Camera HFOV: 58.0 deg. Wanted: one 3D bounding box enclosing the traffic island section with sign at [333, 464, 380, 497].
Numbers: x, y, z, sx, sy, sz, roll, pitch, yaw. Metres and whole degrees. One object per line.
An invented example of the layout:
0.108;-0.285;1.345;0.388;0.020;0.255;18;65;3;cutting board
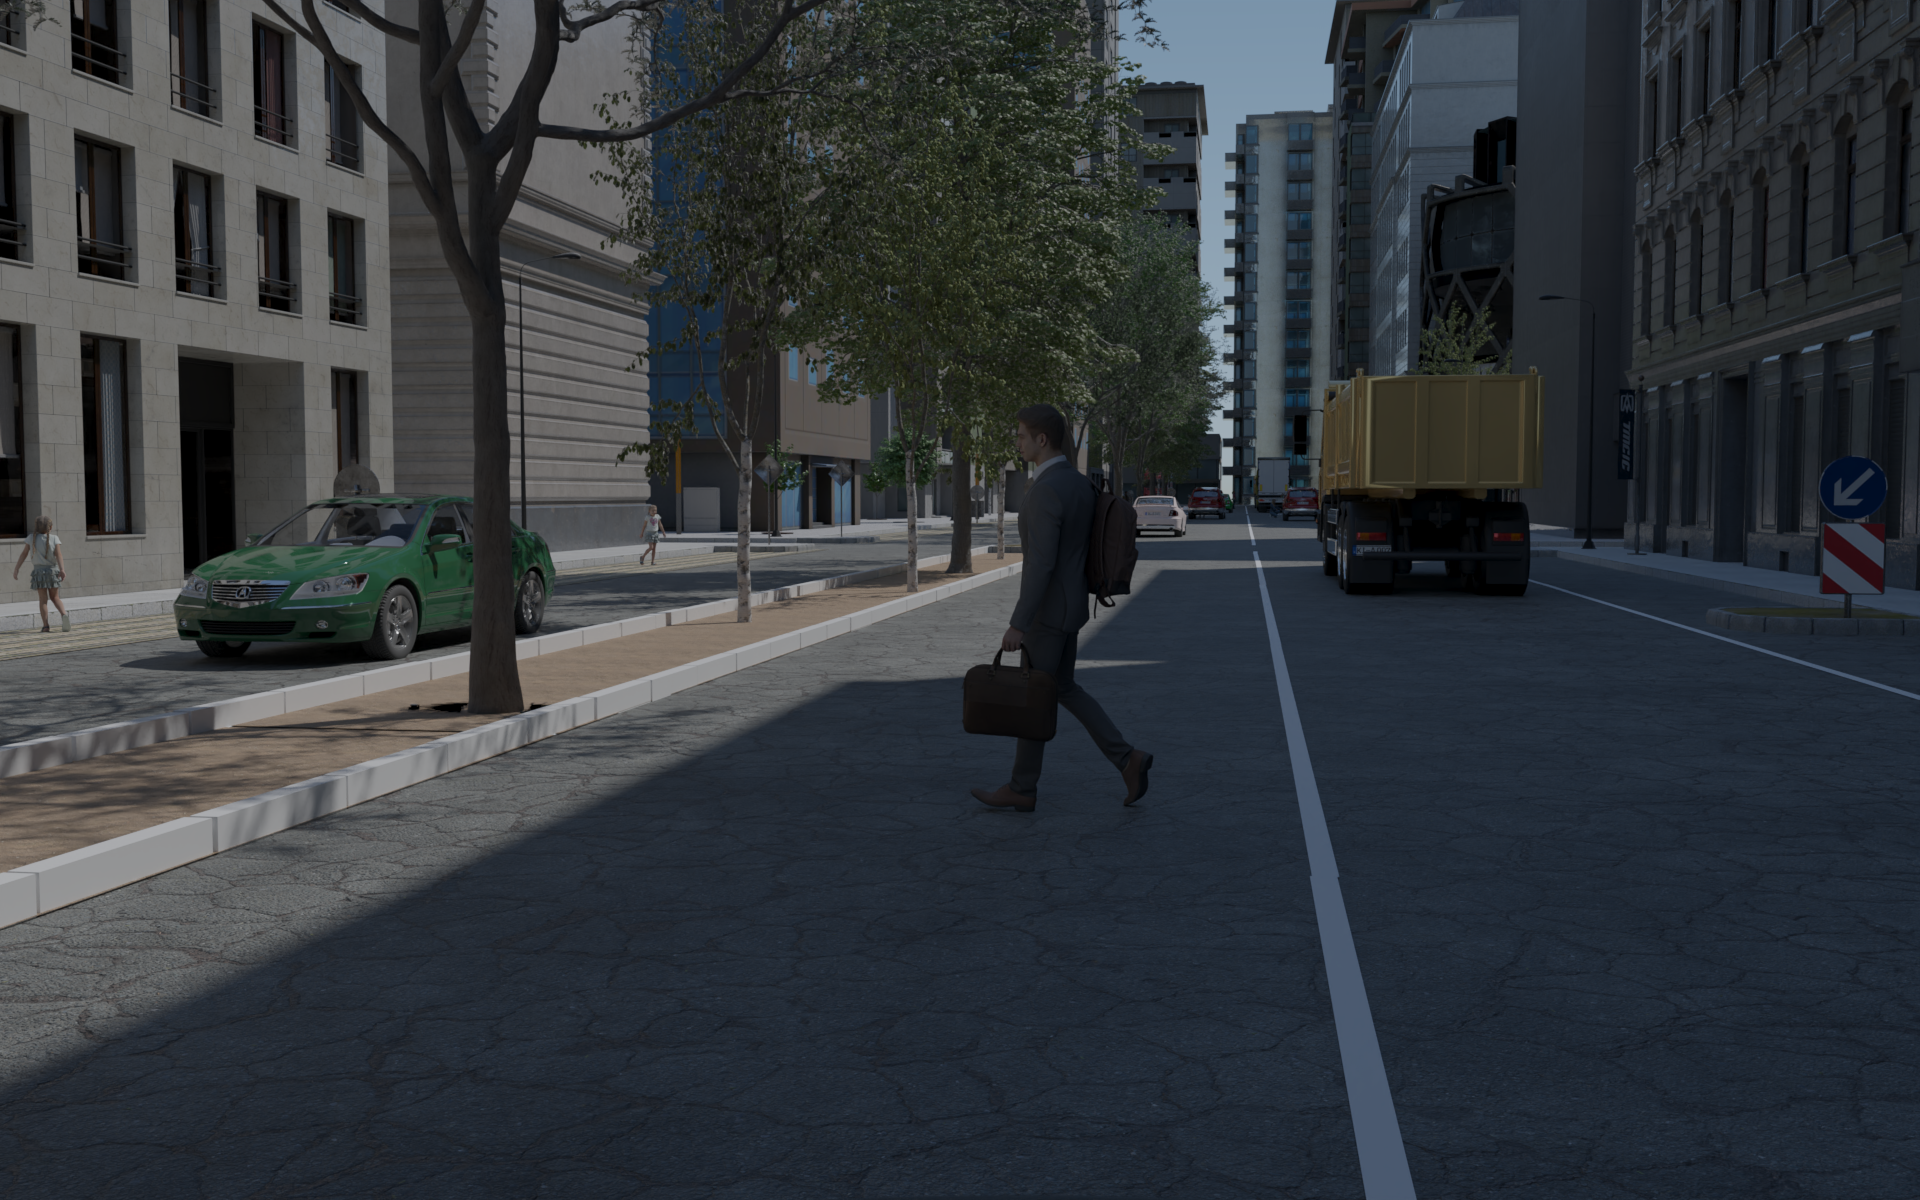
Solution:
-8.020;-0.833;22.245;1.989;1.847;2.006;1;4;9;traffic island section with sign

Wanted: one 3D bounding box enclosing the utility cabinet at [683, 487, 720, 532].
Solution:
-8.625;-3.009;57.875;1.173;1.500;0.318;1;4;11;utility cabinet

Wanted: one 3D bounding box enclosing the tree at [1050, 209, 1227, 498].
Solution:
5.817;-8.212;62.478;9.928;11.665;9.643;0;3;0;tree

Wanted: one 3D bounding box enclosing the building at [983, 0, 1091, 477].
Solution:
3.595;-30.477;148.410;14.600;45.320;14.200;1;4;9;building

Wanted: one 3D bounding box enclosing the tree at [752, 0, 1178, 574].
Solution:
-0.021;-6.769;31.250;7.486;12.596;7.792;0;3;0;tree

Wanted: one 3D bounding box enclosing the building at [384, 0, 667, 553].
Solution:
-17.785;-12.950;40.605;19.941;23.489;11.050;1;4;9;building

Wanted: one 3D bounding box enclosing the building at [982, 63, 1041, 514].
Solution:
-2.619;-21.058;116.001;14.160;30.474;14.107;1;4;9;building

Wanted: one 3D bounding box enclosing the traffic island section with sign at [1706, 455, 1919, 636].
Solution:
9.185;-0.608;18.572;1.989;1.847;2.006;1;4;9;traffic island section with sign

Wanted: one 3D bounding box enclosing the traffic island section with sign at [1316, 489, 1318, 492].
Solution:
30.522;-8.597;149.181;1.989;1.847;2.006;1;4;9;traffic island section with sign

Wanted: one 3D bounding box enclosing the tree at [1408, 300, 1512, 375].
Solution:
19.360;-7.126;66.879;4.737;8.622;4.395;0;3;0;tree

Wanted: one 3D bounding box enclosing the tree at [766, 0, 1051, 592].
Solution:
-0.688;-4.396;24.686;4.737;8.622;4.395;0;3;0;tree

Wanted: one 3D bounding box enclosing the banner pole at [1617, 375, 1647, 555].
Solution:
14.123;-2.839;36.441;0.863;3.779;0.401;-2;4;-27;banner pole

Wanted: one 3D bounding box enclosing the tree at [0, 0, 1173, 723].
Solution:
-3.041;-5.993;10.809;12.009;13.543;11.850;0;3;0;tree

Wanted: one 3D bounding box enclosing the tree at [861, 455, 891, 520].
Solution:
-4.211;-5.603;86.202;1.663;3.219;1.824;0;3;0;tree

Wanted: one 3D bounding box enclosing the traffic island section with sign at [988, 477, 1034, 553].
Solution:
1.817;-2.127;42.906;2.006;1.907;1.989;1;4;9;traffic island section with sign

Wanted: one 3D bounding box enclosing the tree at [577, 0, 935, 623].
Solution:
-2.374;-4.062;19.228;4.360;8.622;3.978;0;3;0;tree

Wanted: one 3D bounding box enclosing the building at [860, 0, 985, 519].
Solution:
-6.614;-25.100;93.976;14.154;41.232;14.086;1;4;9;building

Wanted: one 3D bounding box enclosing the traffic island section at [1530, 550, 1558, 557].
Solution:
12.816;-1.137;40.873;2.009;0.180;2.903;1;4;9;traffic island section

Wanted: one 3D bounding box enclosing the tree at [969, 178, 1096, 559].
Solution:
0.912;-5.196;37.776;4.360;8.622;3.978;0;3;0;tree

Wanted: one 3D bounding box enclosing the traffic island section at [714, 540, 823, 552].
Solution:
-4.841;-1.313;43.752;2.009;0.180;2.903;1;4;9;traffic island section

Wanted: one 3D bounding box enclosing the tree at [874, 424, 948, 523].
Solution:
-2.230;-5.773;78.109;4.285;4.588;4.351;0;3;0;tree

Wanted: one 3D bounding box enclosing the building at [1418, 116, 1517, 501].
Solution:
30.735;-13.217;83.555;16.820;18.784;16.811;1;4;9;building

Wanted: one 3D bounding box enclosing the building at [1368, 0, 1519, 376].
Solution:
31.796;-20.130;106.618;11.434;29.767;29.804;1;4;9;building

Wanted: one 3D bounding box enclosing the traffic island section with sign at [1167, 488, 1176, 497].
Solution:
15.128;-7.109;124.375;2.006;1.907;1.989;1;4;9;traffic island section with sign

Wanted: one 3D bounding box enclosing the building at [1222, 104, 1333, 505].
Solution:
48.184;-36.421;215.086;30.456;49.044;23.786;1;4;9;building

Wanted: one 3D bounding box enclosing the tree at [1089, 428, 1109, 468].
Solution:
13.729;-13.973;178.819;4.737;8.622;4.395;0;3;0;tree

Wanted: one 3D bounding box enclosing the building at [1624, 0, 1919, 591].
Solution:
18.716;-11.082;30.337;9.793;20.994;18.267;1;4;9;building

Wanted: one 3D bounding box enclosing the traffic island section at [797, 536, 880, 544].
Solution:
-3.553;-1.795;51.633;2.009;0.180;2.903;1;4;9;traffic island section

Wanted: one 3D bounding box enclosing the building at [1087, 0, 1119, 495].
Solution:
6.499;-46.025;190.757;20.611;71.187;20.563;1;4;9;building

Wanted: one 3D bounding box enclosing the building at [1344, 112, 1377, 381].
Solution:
36.717;-22.117;133.315;14.160;30.474;14.107;1;4;9;building

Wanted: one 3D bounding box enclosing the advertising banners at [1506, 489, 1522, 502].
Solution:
15.515;-3.185;48.269;0.090;3.025;2.074;0;4;4;advertising banners

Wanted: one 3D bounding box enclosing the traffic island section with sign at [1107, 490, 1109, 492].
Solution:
13.272;-8.800;152.511;1.989;1.847;2.006;1;4;9;traffic island section with sign

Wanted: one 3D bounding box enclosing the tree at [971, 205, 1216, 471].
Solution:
3.760;-7.157;53.881;8.767;10.594;7.601;1;4;9;tree

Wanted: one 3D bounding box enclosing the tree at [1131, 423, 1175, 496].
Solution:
11.573;-9.066;101.055;4.360;8.622;3.978;0;3;0;tree

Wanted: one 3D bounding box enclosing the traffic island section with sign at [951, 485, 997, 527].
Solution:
0.741;-4.112;75.863;1.989;1.847;2.006;1;4;9;traffic island section with sign

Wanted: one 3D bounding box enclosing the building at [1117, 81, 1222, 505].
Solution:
19.864;-38.774;223.199;27.495;52.752;28.713;1;4;9;building

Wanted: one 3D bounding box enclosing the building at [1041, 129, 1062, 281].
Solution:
0.130;-22.165;134.091;14.160;30.474;14.107;1;4;9;building

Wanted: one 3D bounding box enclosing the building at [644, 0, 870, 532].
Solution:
-11.677;-25.372;64.943;14.600;45.320;14.200;1;4;9;building

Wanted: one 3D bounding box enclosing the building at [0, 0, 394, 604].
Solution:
-16.117;-10.201;21.541;10.420;20.320;16.860;1;4;9;building

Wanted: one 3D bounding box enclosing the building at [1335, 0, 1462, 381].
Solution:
44.997;-30.503;153.347;22.147;44.769;28.867;1;4;9;building

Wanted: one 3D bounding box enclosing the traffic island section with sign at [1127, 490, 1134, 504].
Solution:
17.795;-10.495;180.214;1.989;1.847;2.006;1;4;9;traffic island section with sign

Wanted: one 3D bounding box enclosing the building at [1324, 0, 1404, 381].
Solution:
53.048;-36.184;180.844;28.713;52.752;27.495;1;4;9;building

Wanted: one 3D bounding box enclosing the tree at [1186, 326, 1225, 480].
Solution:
10.373;-10.594;93.804;7.486;12.596;7.792;0;3;0;tree

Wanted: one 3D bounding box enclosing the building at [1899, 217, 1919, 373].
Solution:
16.497;-11.442;6.150;14.314;24.678;30.058;1;4;9;building

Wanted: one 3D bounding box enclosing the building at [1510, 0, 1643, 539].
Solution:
30.197;-15.821;52.177;24.014;27.812;14.314;1;4;9;building
